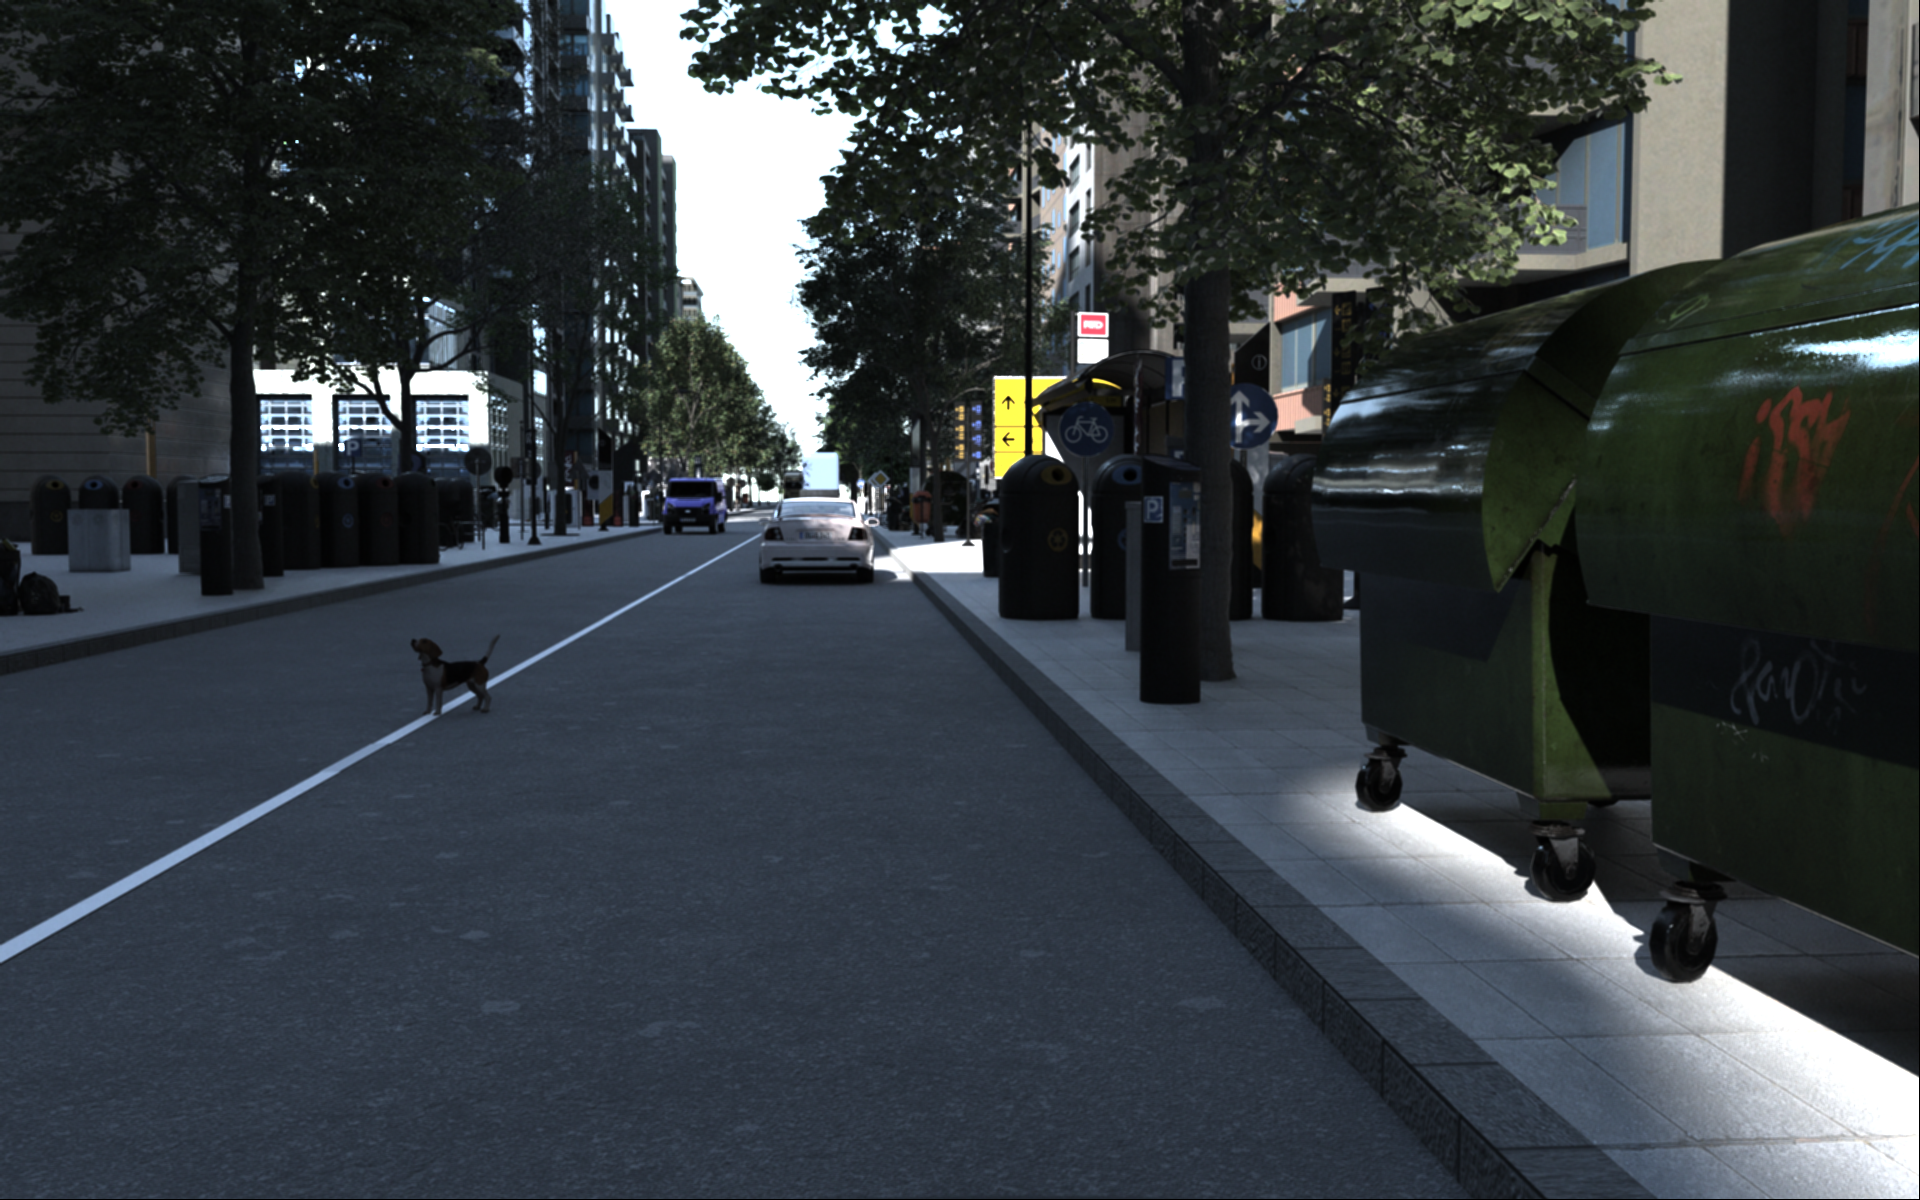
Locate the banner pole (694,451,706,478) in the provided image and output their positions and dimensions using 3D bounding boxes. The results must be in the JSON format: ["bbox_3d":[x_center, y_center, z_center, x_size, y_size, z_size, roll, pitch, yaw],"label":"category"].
[{"bbox_3d":[-14.789,-6.658,98.870,0.863,3.779,0.401,-2,4,-31],"label":"banner pole"}]

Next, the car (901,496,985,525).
[{"bbox_3d":[-0.542,-3.766,73.373,4.920,1.459,2.131,0,4,-4],"label":"car"}]

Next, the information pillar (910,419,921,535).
[{"bbox_3d":[-1.402,-3.836,54.075,0.183,3.616,0.504,2,4,30],"label":"information pillar"}]

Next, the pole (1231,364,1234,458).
[{"bbox_3d":[4.334,-2.037,27.152,0.158,3.312,0.155,0,3,0],"label":"pole"}]

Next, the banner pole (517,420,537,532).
[{"bbox_3d":[-14.613,-4.190,58.525,0.863,3.779,0.401,2,4,26],"label":"banner pole"}]

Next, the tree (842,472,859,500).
[{"bbox_3d":[-14.897,-19.689,238.919,9.611,12.733,9.660,0,3,0],"label":"tree"}]

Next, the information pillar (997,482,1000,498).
[{"bbox_3d":[2.509,-6.337,108.109,0.304,2.012,0.304,-3,4,-37],"label":"information pillar"}]

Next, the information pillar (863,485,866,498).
[{"bbox_3d":[-7.884,-8.504,143.535,0.304,2.012,0.304,0,4,-6],"label":"information pillar"}]

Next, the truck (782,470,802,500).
[{"bbox_3d":[-19.749,-13.304,206.438,2.839,4.237,11.283,0,4,-5],"label":"truck"}]

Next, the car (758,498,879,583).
[{"bbox_3d":[-2.408,-1.041,29.386,2.083,1.381,4.827,0,4,-4],"label":"car"}]

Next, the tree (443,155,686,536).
[{"bbox_3d":[-12.238,-7.789,53.107,9.928,11.665,9.643,0,3,0],"label":"tree"}]

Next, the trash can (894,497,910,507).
[{"bbox_3d":[-3.109,-4.650,87.684,0.748,1.137,0.748,0,3,0],"label":"trash can"}]

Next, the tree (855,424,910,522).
[{"bbox_3d":[-3.299,-5.924,80.564,4.285,4.588,4.351,0,3,0],"label":"tree"}]

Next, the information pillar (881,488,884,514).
[{"bbox_3d":[-4.943,-7.300,110.703,0.183,3.616,0.504,0,4,1],"label":"information pillar"}]

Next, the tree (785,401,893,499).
[{"bbox_3d":[-9.026,-14.239,158.558,9.928,11.665,9.643,0,3,0],"label":"tree"}]

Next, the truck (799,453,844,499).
[{"bbox_3d":[-8.733,-7.160,106.817,2.967,4.110,18.799,0,4,-3],"label":"truck"}]

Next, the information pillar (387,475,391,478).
[{"bbox_3d":[-22.544,-3.897,68.215,0.304,2.012,0.304,-1,4,-14],"label":"information pillar"}]

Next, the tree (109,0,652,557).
[{"bbox_3d":[-11.289,-7.605,34.707,12.009,13.543,11.850,0,3,0],"label":"tree"}]

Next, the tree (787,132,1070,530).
[{"bbox_3d":[-1.293,-9.461,61.346,9.857,13.997,8.962,0,3,0],"label":"tree"}]

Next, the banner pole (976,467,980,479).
[{"bbox_3d":[1.356,-9.189,140.250,0.401,3.779,0.863,-3,4,-36],"label":"banner pole"}]

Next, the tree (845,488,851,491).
[{"bbox_3d":[-15.393,-18.562,253.855,4.360,8.622,3.978,0,3,0],"label":"tree"}]

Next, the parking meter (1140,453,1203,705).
[{"bbox_3d":[1.302,-0.139,10.691,0.372,1.533,0.369,0,3,0],"label":"parking meter"}]

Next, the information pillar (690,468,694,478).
[{"bbox_3d":[-21.205,-8.912,137.067,0.504,3.616,0.183,3,4,38],"label":"information pillar"}]

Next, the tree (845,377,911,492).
[{"bbox_3d":[-3.645,-8.589,90.792,4.737,8.622,4.395,0,3,0],"label":"tree"}]

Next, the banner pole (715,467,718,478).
[{"bbox_3d":[-16.074,-7.647,115.045,0.401,3.779,0.863,-3,4,-36],"label":"banner pole"}]

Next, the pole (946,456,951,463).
[{"bbox_3d":[-0.541,-5.408,82.263,0.158,3.312,0.155,0,3,0],"label":"pole"}]

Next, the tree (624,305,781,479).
[{"bbox_3d":[-15.877,-11.535,105.612,9.611,12.733,9.660,0,3,0],"label":"tree"}]

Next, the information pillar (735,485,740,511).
[{"bbox_3d":[-17.203,-7.916,133.914,0.304,2.012,0.304,-2,4,-35],"label":"information pillar"}]

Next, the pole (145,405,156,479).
[{"bbox_3d":[-18.609,-2.815,39.866,0.158,3.312,0.155,0,3,0],"label":"pole"}]

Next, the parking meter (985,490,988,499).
[{"bbox_3d":[1.808,-6.226,110.211,0.372,1.533,0.369,0,3,0],"label":"parking meter"}]

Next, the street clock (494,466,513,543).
[{"bbox_3d":[-11.941,-2.494,45.348,0.358,2.002,0.471,2,4,26],"label":"street clock"}]

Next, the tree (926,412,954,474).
[{"bbox_3d":[-1.392,-11.400,136.753,4.360,8.622,3.978,0,3,0],"label":"tree"}]

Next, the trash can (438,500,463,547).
[{"bbox_3d":[-12.555,-1.885,42.481,0.748,1.137,0.748,0,3,0],"label":"trash can"}]

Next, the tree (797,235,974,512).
[{"bbox_3d":[-4.966,-16.432,124.558,12.611,20.169,13.585,0,3,0],"label":"tree"}]

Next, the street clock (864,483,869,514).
[{"bbox_3d":[-5.906,-6.382,108.910,0.358,2.002,0.471,0,4,-1],"label":"street clock"}]

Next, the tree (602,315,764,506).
[{"bbox_3d":[-14.719,-9.586,91.147,8.767,10.594,7.601,0,4,-3],"label":"tree"}]

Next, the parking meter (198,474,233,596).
[{"bbox_3d":[-9.458,-0.831,22.005,0.372,1.533,0.369,0,3,0],"label":"parking meter"}]

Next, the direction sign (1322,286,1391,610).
[{"bbox_3d":[4.438,-1.668,19.272,0.379,3.537,0.876,-2,4,-31],"label":"direction sign"}]

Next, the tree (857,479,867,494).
[{"bbox_3d":[-12.550,-13.763,219.619,1.663,3.219,1.824,0,3,0],"label":"tree"}]

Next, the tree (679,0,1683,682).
[{"bbox_3d":[1.532,-5.748,12.112,7.486,12.596,7.792,0,3,0],"label":"tree"}]

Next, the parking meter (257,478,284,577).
[{"bbox_3d":[-10.759,-1.137,26.996,0.372,1.533,0.369,0,3,0],"label":"parking meter"}]

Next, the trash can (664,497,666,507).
[{"bbox_3d":[-14.871,-4.720,88.823,0.748,1.137,0.748,0,3,0],"label":"trash can"}]

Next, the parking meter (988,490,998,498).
[{"bbox_3d":[2.102,-5.796,103.168,0.372,1.533,0.369,0,3,0],"label":"parking meter"}]

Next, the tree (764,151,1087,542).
[{"bbox_3d":[-0.554,-6.856,46.502,8.767,10.594,7.601,0,4,-3],"label":"tree"}]

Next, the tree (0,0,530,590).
[{"bbox_3d":[-9.224,-6.415,23.018,7.486,12.596,7.792,0,3,0],"label":"tree"}]

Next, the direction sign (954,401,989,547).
[{"bbox_3d":[0.201,-3.075,42.273,0.876,3.537,0.379,3,5,40],"label":"direction sign"}]

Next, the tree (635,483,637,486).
[{"bbox_3d":[-27.623,-9.056,142.674,1.663,3.219,1.824,0,3,0],"label":"tree"}]

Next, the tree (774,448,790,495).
[{"bbox_3d":[-25.483,-17.843,242.092,4.360,8.622,3.978,0,3,0],"label":"tree"}]

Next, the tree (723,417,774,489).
[{"bbox_3d":[-17.965,-11.469,137.885,4.360,8.622,3.978,0,3,0],"label":"tree"}]

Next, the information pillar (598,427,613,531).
[{"bbox_3d":[-12.369,-4.222,60.382,0.504,3.616,0.183,0,4,-3],"label":"information pillar"}]

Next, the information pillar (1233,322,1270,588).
[{"bbox_3d":[3.982,-1.972,23.601,0.504,3.616,0.183,0,4,-6],"label":"information pillar"}]

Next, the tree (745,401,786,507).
[{"bbox_3d":[-21.601,-15.370,177.048,9.928,11.665,9.643,0,3,0],"label":"tree"}]

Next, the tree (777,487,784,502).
[{"bbox_3d":[-30.029,-18.034,289.463,1.663,3.219,1.824,0,3,0],"label":"tree"}]

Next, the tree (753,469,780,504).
[{"bbox_3d":[-25.185,-14.753,224.929,4.285,4.588,4.351,0,3,0],"label":"tree"}]
